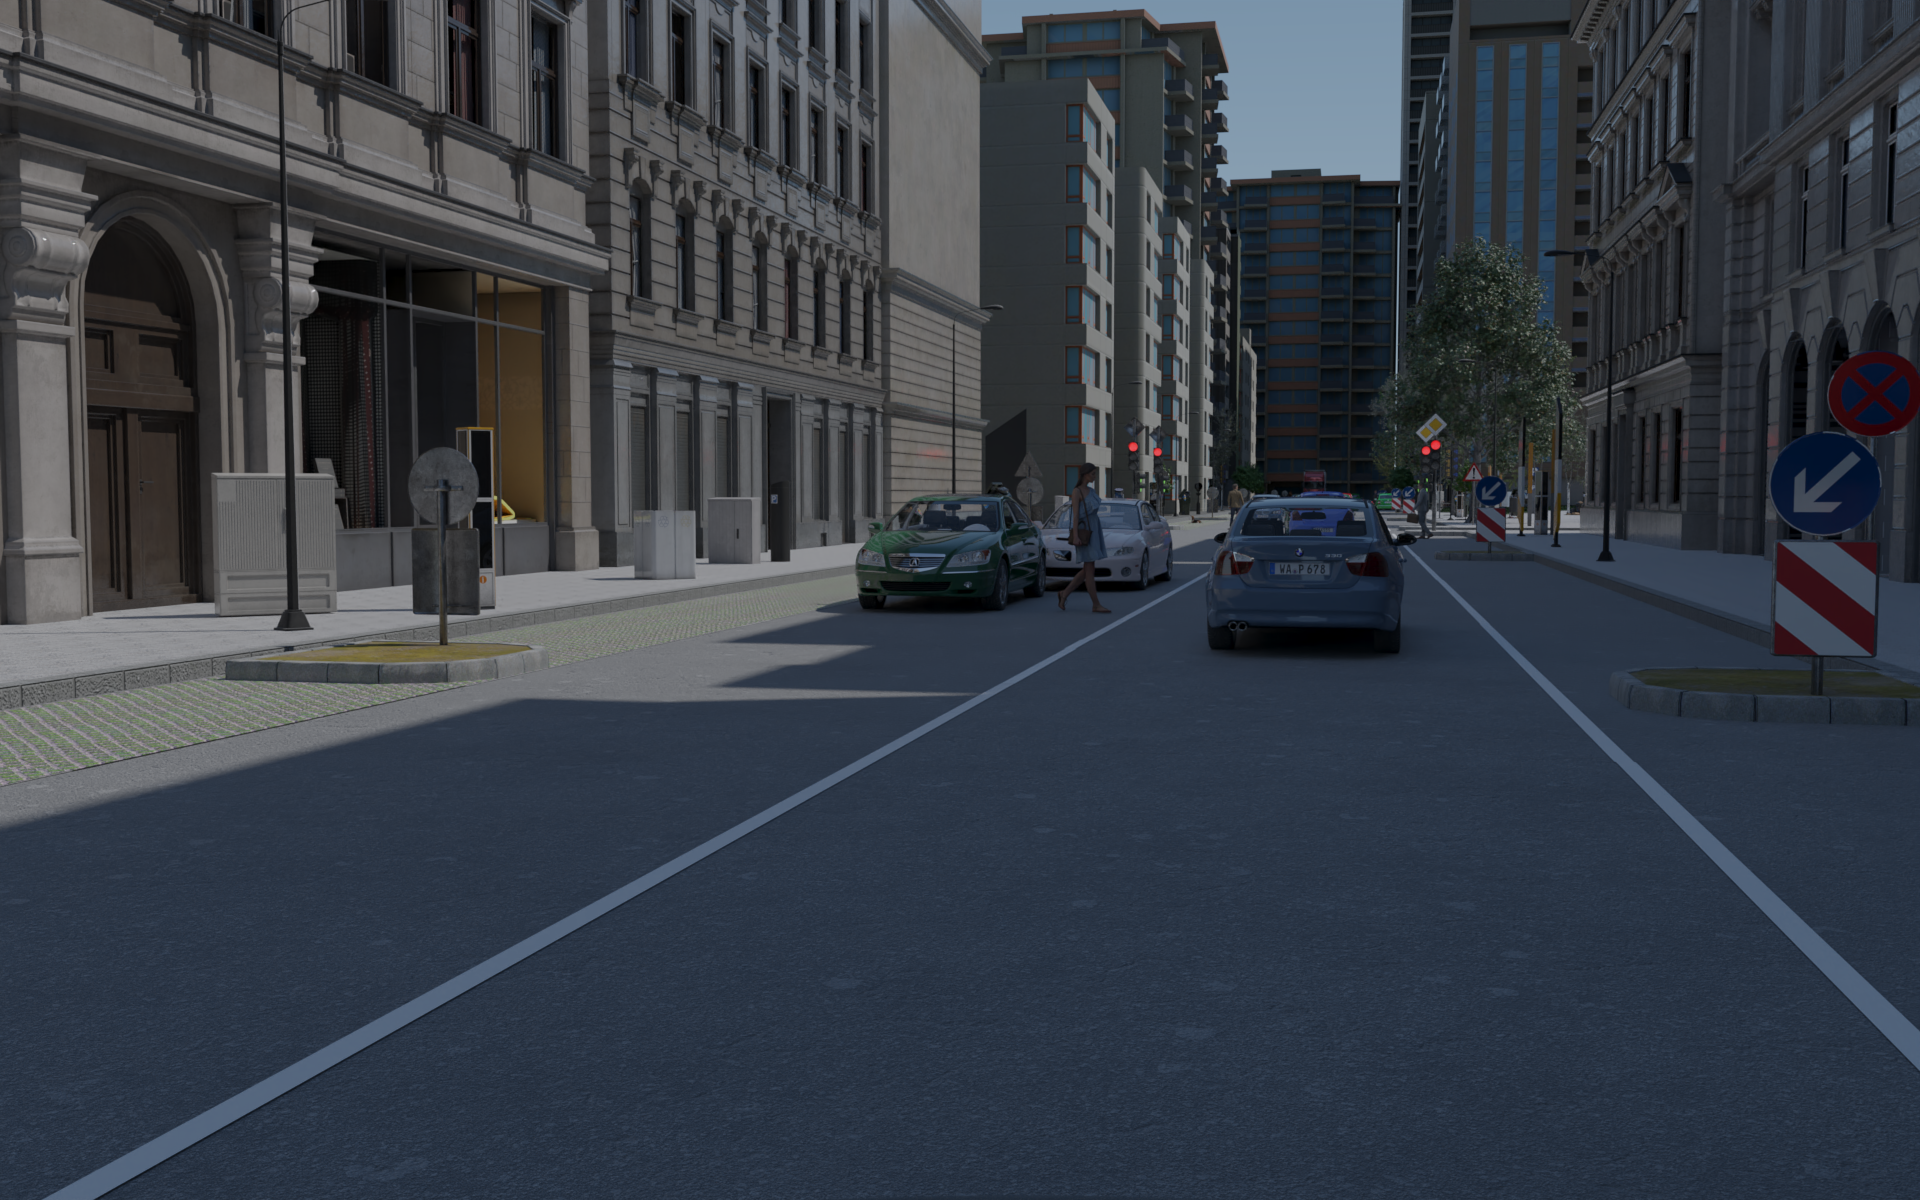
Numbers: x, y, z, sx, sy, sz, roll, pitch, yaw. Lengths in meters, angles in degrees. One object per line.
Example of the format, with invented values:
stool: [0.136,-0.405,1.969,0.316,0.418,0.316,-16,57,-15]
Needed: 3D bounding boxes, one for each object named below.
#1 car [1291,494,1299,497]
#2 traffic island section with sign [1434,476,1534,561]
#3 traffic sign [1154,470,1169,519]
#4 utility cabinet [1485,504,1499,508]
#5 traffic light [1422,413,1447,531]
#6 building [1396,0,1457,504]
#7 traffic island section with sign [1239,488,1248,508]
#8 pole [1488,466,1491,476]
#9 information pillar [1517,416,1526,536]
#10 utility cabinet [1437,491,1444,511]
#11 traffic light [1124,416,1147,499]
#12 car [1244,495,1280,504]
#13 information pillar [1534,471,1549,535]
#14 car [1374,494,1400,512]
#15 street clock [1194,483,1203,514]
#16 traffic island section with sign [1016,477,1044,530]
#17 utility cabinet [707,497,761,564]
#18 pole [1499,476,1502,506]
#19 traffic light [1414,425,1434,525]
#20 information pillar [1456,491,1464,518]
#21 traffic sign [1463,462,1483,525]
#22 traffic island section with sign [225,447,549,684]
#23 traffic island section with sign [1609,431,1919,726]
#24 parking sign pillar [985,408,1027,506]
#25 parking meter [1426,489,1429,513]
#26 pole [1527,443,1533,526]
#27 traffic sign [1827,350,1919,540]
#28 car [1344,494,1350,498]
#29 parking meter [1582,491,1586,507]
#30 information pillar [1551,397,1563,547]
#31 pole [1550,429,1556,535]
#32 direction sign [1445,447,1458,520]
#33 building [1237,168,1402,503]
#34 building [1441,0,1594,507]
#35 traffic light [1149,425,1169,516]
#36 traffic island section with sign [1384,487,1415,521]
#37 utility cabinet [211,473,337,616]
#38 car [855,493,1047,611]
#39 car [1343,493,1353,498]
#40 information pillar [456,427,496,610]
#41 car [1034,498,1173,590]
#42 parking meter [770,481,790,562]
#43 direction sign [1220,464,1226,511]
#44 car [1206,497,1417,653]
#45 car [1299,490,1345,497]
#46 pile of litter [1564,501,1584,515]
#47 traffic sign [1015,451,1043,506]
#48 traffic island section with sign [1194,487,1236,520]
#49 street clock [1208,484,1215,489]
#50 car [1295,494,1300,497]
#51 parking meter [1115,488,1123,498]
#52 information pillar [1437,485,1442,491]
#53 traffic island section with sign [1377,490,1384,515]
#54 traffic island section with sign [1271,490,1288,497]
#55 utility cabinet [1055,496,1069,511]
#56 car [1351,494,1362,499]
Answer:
car: [32.367,-9.391,165.335,2.131,1.459,4.920,1,4,14]
traffic island section with sign: [11.483,-1.799,38.036,1.989,1.847,2.006,1,4,13]
traffic sign: [10.451,-5.493,89.923,0.768,2.556,0.104,1,4,20]
utility cabinet: [31.451,-5.726,102.298,0.318,1.500,1.173,3,5,42]
traffic light: [16.516,-4.367,60.322,0.839,4.253,0.868,1,4,13]
building: [69.388,-48.508,231.359,20.611,71.187,20.563,1,4,13]
traffic island section with sign: [19.830,-6.876,121.043,1.989,1.847,2.006,1,4,13]
pole: [37.489,-7.879,122.662,0.158,3.312,0.155,0,3,0]
information pillar: [17.032,-3.741,52.520,0.183,3.616,0.504,0,4,5]
utility cabinet: [36.764,-7.587,132.724,0.318,1.500,1.173,2,4,32]
traffic light: [6.309,-4.507,62.611,0.839,4.253,0.868,1,4,13]
car: [13.880,-4.076,78.651,2.014,1.417,4.499,1,4,14]
information pillar: [18.296,-3.058,54.493,0.304,2.012,0.304,-2,4,-26]
car: [32.224,-7.445,130.516,1.959,1.807,4.718,1,4,13]
street clock: [14.991,-6.381,108.903,0.471,2.002,0.358,-1,4,-22]
traffic island section with sign: [1.605,-1.959,40.651,1.989,1.847,2.006,1,4,13]
utility cabinet: [-4.176,-1.273,31.981,1.020,1.237,0.306,2,4,30]
pole: [39.015,-8.023,125.018,0.158,3.312,0.155,0,3,0]
traffic light: [18.282,-4.843,68.111,0.839,4.253,0.868,1,4,13]
information pillar: [27.200,-5.485,94.167,0.304,2.012,0.304,2,4,31]
traffic sign: [21.051,-4.341,70.986,0.884,2.594,0.081,1,4,18]
traffic island section with sign: [-4.446,-0.326,13.956,1.989,1.847,2.006,1,4,13]
traffic island section with sign: [5.534,-0.191,11.743,1.989,1.847,2.006,1,4,13]
parking sign pillar: [1.447,-4.048,54.664,1.447,3.967,1.447,0,4,1]
parking meter: [32.414,-7.029,120.627,0.399,1.863,0.255,2,4,33]
pole: [22.678,-4.590,68.889,0.158,3.312,0.155,0,3,0]
traffic sign: [8.134,-0.939,15.461,0.768,2.556,0.104,1,4,19]
car: [20.719,-5.094,95.083,2.131,1.459,4.920,1,4,13]
parking meter: [45.136,-7.139,125.125,0.372,1.533,0.369,0,3,0]
information pillar: [14.425,-3.084,41.773,0.183,3.616,0.504,1,4,10]
pole: [18.667,-3.703,54.391,0.158,3.312,0.155,0,3,0]
direction sign: [23.864,-5.636,84.139,0.876,3.537,0.379,-2,4,-32]
building: [44.980,-35.582,236.385,28.867,44.769,22.147,1,4,13]
building: [49.848,-30.621,150.760,14.600,45.320,14.200,1,4,13]
traffic light: [8.075,-4.983,70.400,0.839,4.253,0.868,1,4,13]
traffic island section with sign: [23.877,-5.141,92.680,1.989,1.847,2.006,1,4,13]
utility cabinet: [-7.248,-0.590,18.332,1.173,1.500,0.318,-2,4,-33]
car: [-0.025,-0.680,22.920,2.131,1.459,4.920,1,4,12]
car: [25.348,-6.481,115.001,2.155,1.783,4.494,1,4,14]
information pillar: [-5.371,-0.901,19.227,0.304,2.012,0.304,-3,5,-41]
car: [2.251,-0.923,27.451,2.083,1.381,4.827,1,4,14]
parking meter: [-3.407,-1.494,32.831,0.372,1.533,0.369,0,3,0]
direction sign: [19.791,-8.467,130.436,0.379,3.537,0.876,-1,4,-19]
car: [3.455,-0.308,17.034,2.014,1.417,4.499,1,4,14]
car: [9.579,-2.220,45.887,1.945,1.707,3.694,1,4,11]
pile of litter: [37.556,-5.570,105.029,1.719,0.858,1.176,3,5,41]
traffic sign: [2.056,-3.188,52.124,0.884,2.594,0.081,1,4,19]
traffic island section with sign: [13.836,-5.257,94.583,1.989,1.847,2.006,1,4,13]
street clock: [18.992,-7.721,130.815,0.471,2.002,0.358,0,3,0]
car: [10.939,-2.543,53.375,2.131,1.459,4.920,1,4,11]
parking meter: [6.732,-3.971,73.341,0.372,1.533,0.369,0,3,0]
information pillar: [37.671,-8.052,136.149,0.304,2.012,0.304,-1,4,-19]
traffic island section with sign: [29.897,-6.765,119.227,1.989,1.847,2.006,1,4,13]
traffic island section with sign: [30.880,-9.854,169.732,1.989,1.847,2.006,1,4,13]
utility cabinet: [3.510,-2.958,59.531,0.306,1.237,1.020,1,4,15]
car: [43.316,-11.132,190.804,1.959,1.807,4.718,1,4,13]
